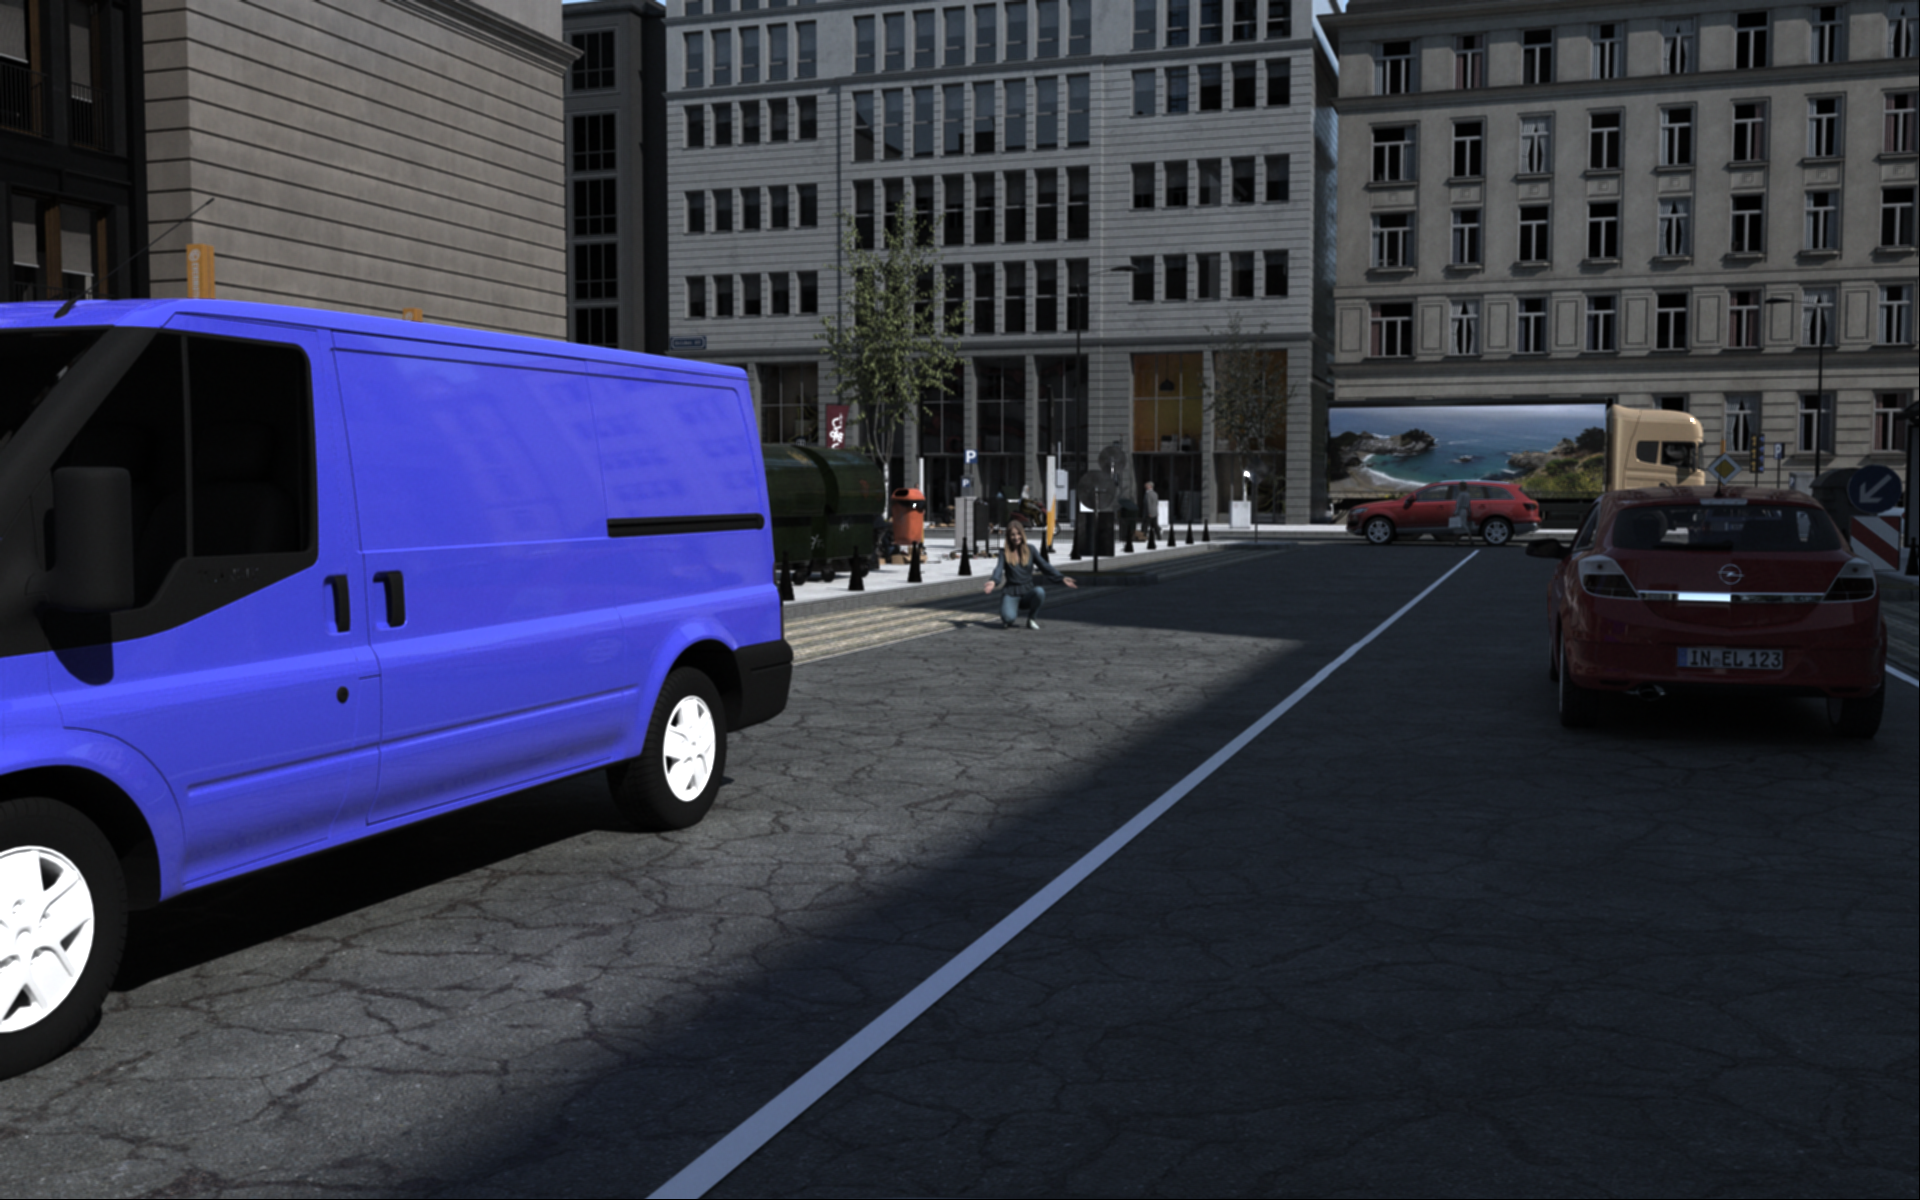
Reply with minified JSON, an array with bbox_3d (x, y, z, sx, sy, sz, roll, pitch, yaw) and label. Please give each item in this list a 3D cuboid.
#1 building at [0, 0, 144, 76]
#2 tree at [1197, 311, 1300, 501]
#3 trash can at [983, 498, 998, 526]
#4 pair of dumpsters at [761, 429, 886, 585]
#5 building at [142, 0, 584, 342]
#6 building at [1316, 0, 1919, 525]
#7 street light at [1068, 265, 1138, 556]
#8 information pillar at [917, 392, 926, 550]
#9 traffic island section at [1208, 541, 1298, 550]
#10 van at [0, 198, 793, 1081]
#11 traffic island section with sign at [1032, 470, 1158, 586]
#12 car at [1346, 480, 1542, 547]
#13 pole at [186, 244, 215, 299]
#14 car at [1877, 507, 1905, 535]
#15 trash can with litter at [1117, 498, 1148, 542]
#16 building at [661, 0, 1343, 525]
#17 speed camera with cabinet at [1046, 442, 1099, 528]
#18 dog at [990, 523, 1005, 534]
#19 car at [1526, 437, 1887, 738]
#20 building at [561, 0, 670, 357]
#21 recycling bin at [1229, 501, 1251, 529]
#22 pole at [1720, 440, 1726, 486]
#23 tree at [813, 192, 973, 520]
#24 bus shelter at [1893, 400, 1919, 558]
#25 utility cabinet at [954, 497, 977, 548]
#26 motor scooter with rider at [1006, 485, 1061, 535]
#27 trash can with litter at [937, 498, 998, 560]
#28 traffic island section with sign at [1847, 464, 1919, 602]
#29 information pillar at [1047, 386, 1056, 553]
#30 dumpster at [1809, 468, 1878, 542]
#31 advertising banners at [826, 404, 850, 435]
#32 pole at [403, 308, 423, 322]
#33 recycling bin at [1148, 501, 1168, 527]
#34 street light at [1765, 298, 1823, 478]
[{"bbox_3d":[-20.378,-11.625,19.742,12.332,23.373,15.834,1,4,19],"label":"building"},{"bbox_3d":[11.417,-7.259,69.048,4.360,8.622,3.978,0,3,0],"label":"tree"},{"bbox_3d":[1.220,-3.510,69.043,0.748,1.137,0.748,0,3,0],"label":"trash can"},{"bbox_3d":[-2.534,-1.363,24.777,1.574,2.255,4.437,1,4,19],"label":"pair of dumpsters"},{"bbox_3d":[-22.040,-14.657,36.904,25.104,27.353,12.463,1,4,19],"label":"building"},{"bbox_3d":[31.286,-14.704,73.700,30.059,22.955,16.112,1,4,19],"label":"building"},{"bbox_3d":[2.941,-3.848,35.454,1.470,5.913,1.316,1,4,19],"label":"street light"},{"bbox_3d":[-0.903,-2.977,40.026,0.183,3.616,0.504,0,4,-6],"label":"information pillar"},{"bbox_3d":[7.746,-1.417,45.452,2.009,0.180,2.903,1,4,19],"label":"traffic island section"},{"bbox_3d":[-2.567,-0.109,6.163,2.240,2.365,5.245,1,4,20],"label":"van"},{"bbox_3d":[2.097,-1.169,27.742,1.989,1.847,2.006,1,4,19],"label":"traffic island section with sign"},{"bbox_3d":[13.572,-2.448,48.704,5.304,1.827,2.281,1,4,19],"label":"car"},{"bbox_3d":[-6.216,-1.249,14.270,0.158,3.312,0.155,0,3,0],"label":"pole"},{"bbox_3d":[25.698,-2.414,51.477,4.499,1.417,2.014,1,4,20],"label":"car"},{"bbox_3d":[4.689,-2.151,46.556,0.624,1.170,1.055,-2,4,-31],"label":"trash can with litter"},{"bbox_3d":[2.121,-18.543,80.673,29.804,29.767,11.434,1,4,19],"label":"building"},{"bbox_3d":[4.289,-4.390,66.108,2.038,3.252,0.660,-2,4,-26],"label":"speed camera with cabinet"},{"bbox_3d":[1.288,-2.564,62.107,0.748,0.427,0.550,3,4,36],"label":"dog"},{"bbox_3d":[5.000,-0.171,11.830,2.155,1.783,4.494,1,4,17],"label":"car"},{"bbox_3d":[-23.314,-18.212,91.268,24.014,27.812,14.314,1,4,19],"label":"building"},{"bbox_3d":[10.293,-3.130,63.730,0.722,1.027,0.722,0,4,3],"label":"recycling bin"},{"bbox_3d":[28.798,-4.379,65.445,0.158,3.312,0.155,0,3,0],"label":"pole"},{"bbox_3d":[-1.805,-5.676,43.165,4.737,8.622,4.395,0,3,0],"label":"tree"},{"bbox_3d":[18.910,-2.336,32.116,2.014,3.302,5.546,1,4,19],"label":"bus shelter"},{"bbox_3d":[0.129,-1.858,41.548,0.306,1.237,1.020,1,4,15],"label":"utility cabinet"},{"bbox_3d":[2.514,-3.126,60.075,1.986,1.779,0.876,1,4,17],"label":"motor scooter with rider"},{"bbox_3d":[0.134,-1.451,34.779,1.678,1.210,2.233,2,4,31],"label":"trash can with litter"},{"bbox_3d":[12.422,-0.942,24.026,1.989,1.847,2.006,1,4,19],"label":"traffic island section with sign"},{"bbox_3d":[1.985,-2.837,37.745,0.183,3.616,0.504,1,4,15],"label":"information pillar"},{"bbox_3d":[19.928,-2.034,39.019,1.264,1.857,1.865,1,4,19],"label":"dumpster"},{"bbox_3d":[-3.037,-2.275,33.379,2.074,3.025,0.090,-2,4,-31],"label":"advertising banners"},{"bbox_3d":[-6.013,-1.546,19.125,0.158,3.312,0.155,0,3,0],"label":"pole"},{"bbox_3d":[7.643,-3.362,67.521,0.722,1.027,0.722,3,5,41],"label":"recycling bin"},{"bbox_3d":[19.773,-4.192,41.080,1.470,5.913,1.316,1,4,19],"label":"street light"}]
